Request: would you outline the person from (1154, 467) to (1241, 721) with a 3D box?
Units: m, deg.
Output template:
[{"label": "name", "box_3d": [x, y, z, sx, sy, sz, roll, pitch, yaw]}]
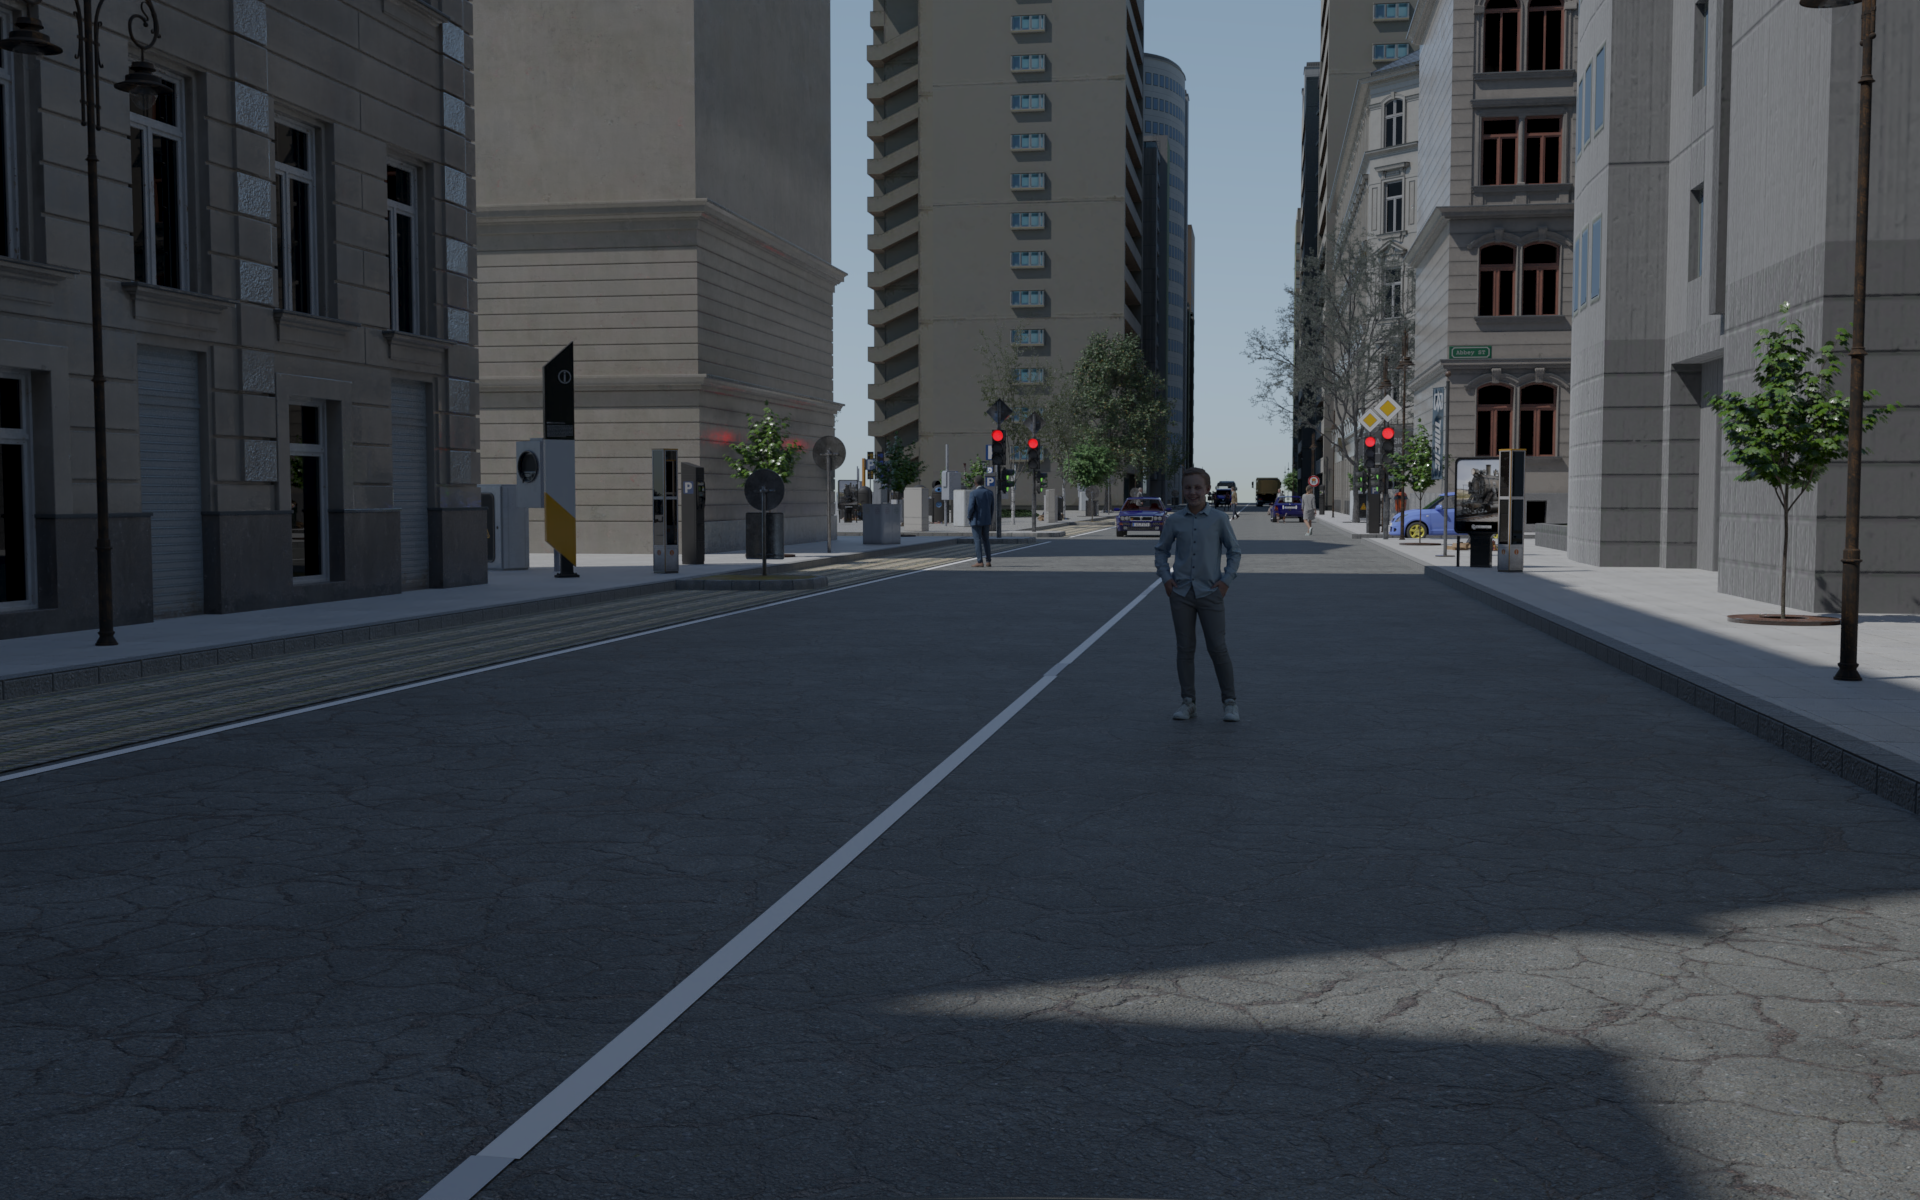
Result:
[{"label": "person", "box_3d": [1.510, -0.045, 11.044, 0.589, 1.601, 0.330, 2, 4, 25]}]

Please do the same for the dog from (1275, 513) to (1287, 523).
[{"label": "dog", "box_3d": [15.700, -3.999, 84.679, 0.406, 0.507, 0.540, 2, 4, 31]}]

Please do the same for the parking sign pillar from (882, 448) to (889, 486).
[{"label": "parking sign pillar", "box_3d": [-4.409, -6.950, 102.106, 1.447, 3.967, 1.447, 0, 4, -3]}]

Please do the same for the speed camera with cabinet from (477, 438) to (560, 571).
[{"label": "speed camera with cabinet", "box_3d": [-7.435, -2.122, 29.036, 2.038, 3.252, 0.660, 3, 5, 40]}]

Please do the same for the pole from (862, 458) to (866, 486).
[{"label": "pole", "box_3d": [-5.457, -6.389, 98.297, 0.158, 3.312, 0.155, 0, 3, 0]}]

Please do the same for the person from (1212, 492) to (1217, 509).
[{"label": "person", "box_3d": [21.232, -8.219, 144.344, 0.415, 1.643, 0.593, -1, 4, -17]}]

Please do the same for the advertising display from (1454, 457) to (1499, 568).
[{"label": "advertising display", "box_3d": [9.106, -1.529, 30.216, 0.974, 1.923, 0.123, 3, 5, 40]}]

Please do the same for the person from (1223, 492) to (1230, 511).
[{"label": "person", "box_3d": [22.497, -8.329, 146.153, 0.593, 1.643, 0.415, -1, 4, -9]}]

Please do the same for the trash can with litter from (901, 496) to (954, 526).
[{"label": "trash can with litter", "box_3d": [-1.140, -3.891, 74.667, 1.678, 1.210, 2.233, -3, 5, -40]}]

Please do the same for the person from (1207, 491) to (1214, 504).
[{"label": "person", "box_3d": [29.737, -11.926, 203.486, 1.348, 1.824, 0.705, 1, 4, 16]}]

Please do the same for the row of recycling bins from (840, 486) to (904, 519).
[{"label": "row of recycling bins", "box_3d": [-4.390, -4.982, 88.572, 3.534, 1.692, 1.069, 0, 4, 1]}]

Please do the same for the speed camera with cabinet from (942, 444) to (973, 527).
[{"label": "speed camera with cabinet", "box_3d": [-0.031, -4.525, 68.316, 0.660, 3.252, 2.038, -2, 4, -27]}]

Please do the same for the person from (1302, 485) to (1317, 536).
[{"label": "person", "box_3d": [12.032, -3.079, 59.584, 0.466, 1.731, 0.760, -1, 4, -10]}]

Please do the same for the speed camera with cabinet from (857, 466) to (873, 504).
[{"label": "speed camera with cabinet", "box_3d": [-6.641, -7.817, 122.140, 0.660, 3.252, 2.038, -3, 5, -44]}]

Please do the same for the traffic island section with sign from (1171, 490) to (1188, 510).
[{"label": "traffic island section with sign", "box_3d": [19.579, -9.088, 157.219, 1.989, 1.847, 2.006, 1, 4, 10]}]

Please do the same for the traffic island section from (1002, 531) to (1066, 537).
[{"label": "traffic island section", "box_3d": [2.488, -2.228, 58.703, 2.009, 0.180, 2.903, 1, 4, 10]}]

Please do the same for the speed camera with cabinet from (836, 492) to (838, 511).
[{"label": "speed camera with cabinet", "box_3d": [-8.517, -8.511, 133.486, 2.038, 3.252, 0.660, 1, 4, 11]}]

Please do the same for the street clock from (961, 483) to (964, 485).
[{"label": "street clock", "box_3d": [0.118, -7.452, 126.413, 0.358, 2.002, 0.471, -2, 4, -33]}]

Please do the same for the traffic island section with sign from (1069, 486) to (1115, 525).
[{"label": "traffic island section with sign", "box_3d": [6.113, -4.340, 79.589, 1.989, 1.847, 2.006, 1, 4, 10]}]

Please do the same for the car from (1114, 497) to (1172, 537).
[{"label": "car", "box_3d": [6.241, -2.837, 58.972, 1.945, 1.354, 3.894, 0, 4, 8]}]

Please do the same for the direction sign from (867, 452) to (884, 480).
[{"label": "direction sign", "box_3d": [-4.506, -6.137, 92.339, 0.876, 3.537, 0.379, 0, 4, -8]}]

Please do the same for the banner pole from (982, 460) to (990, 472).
[{"label": "banner pole", "box_3d": [1.705, -7.673, 115.462, 0.863, 3.779, 0.401, 0, 4, -8]}]

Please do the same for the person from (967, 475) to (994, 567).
[{"label": "person", "box_3d": [0.426, -1.548, 33.991, 0.721, 1.800, 0.419, -3, 5, -41]}]

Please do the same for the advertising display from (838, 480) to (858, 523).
[{"label": "advertising display", "box_3d": [-5.013, -4.422, 77.507, 0.974, 1.923, 0.123, -2, 4, -30]}]

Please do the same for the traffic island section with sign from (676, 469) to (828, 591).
[{"label": "traffic island section with sign", "box_3d": [-3.099, -1.093, 26.498, 1.989, 1.847, 2.006, 1, 4, 10]}]

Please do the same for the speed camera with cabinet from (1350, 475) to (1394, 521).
[{"label": "speed camera with cabinet", "box_3d": [19.904, -5.462, 83.639, 2.038, 3.252, 0.660, -1, 4, -12]}]

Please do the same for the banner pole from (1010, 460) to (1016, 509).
[{"label": "banner pole", "box_3d": [3.846, -8.310, 125.885, 0.401, 3.779, 0.863, -2, 4, -31]}]

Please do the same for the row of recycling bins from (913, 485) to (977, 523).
[{"label": "row of recycling bins", "box_3d": [-0.477, -4.275, 77.017, 3.534, 1.692, 1.069, 1, 4, 11]}]

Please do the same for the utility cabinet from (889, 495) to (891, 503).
[{"label": "utility cabinet", "box_3d": [-5.187, -6.439, 116.433, 1.020, 1.237, 0.306, -1, 4, -9]}]

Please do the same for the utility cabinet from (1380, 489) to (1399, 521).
[{"label": "utility cabinet", "box_3d": [20.308, -4.509, 82.404, 0.318, 1.500, 1.173, -3, 4, -37]}]

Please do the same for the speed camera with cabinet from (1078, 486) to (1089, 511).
[{"label": "speed camera with cabinet", "box_3d": [9.447, -8.461, 132.668, 0.660, 3.252, 2.038, 0, 4, -3]}]

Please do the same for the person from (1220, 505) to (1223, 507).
[{"label": "person", "box_3d": [29.183, -11.278, 193.608, 0.721, 1.735, 1.217, 3, 5, 44]}]

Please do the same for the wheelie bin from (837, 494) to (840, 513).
[{"label": "wheelie bin", "box_3d": [-7.283, -6.133, 108.188, 0.693, 1.594, 0.980, 3, 4, 37]}]

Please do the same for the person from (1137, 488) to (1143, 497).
[{"label": "person", "box_3d": [9.980, -5.287, 95.338, 0.834, 1.777, 0.661, 1, 4, 12]}]

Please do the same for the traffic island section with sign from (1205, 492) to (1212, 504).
[{"label": "traffic island section with sign", "box_3d": [38.284, -15.690, 265.152, 1.989, 1.847, 2.006, 1, 4, 10]}]

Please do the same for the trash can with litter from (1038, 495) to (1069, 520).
[{"label": "trash can with litter", "box_3d": [4.632, -4.619, 86.574, 2.233, 1.210, 1.678, -3, 5, -44]}]

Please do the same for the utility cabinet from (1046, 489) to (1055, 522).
[{"label": "utility cabinet", "box_3d": [4.055, -4.238, 77.962, 0.318, 1.500, 1.173, 0, 4, -3]}]

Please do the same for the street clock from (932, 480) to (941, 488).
[{"label": "street clock", "box_3d": [-1.252, -5.348, 92.003, 0.358, 2.002, 0.471, 3, 5, 43]}]

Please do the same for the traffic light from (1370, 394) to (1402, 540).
[{"label": "traffic light", "box_3d": [12.015, -3.664, 48.835, 0.839, 4.253, 0.868, 1, 4, 10]}]

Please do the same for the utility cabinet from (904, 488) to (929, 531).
[{"label": "utility cabinet", "box_3d": [-1.492, -3.110, 59.533, 0.318, 1.500, 1.173, -2, 4, -33]}]

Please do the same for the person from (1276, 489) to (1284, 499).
[{"label": "person", "box_3d": [21.072, -6.445, 114.270, 0.834, 1.777, 0.661, -3, 5, -44]}]

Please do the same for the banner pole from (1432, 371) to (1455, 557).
[{"label": "banner pole", "box_3d": [9.883, -2.787, 35.577, 0.401, 3.779, 0.863, -1, 4, -12]}]

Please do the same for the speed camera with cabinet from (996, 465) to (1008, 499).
[{"label": "speed camera with cabinet", "box_3d": [1.204, -5.151, 78.547, 2.038, 3.252, 0.660, -2, 4, -32]}]

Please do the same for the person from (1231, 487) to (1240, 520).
[{"label": "person", "box_3d": [15.455, -5.456, 97.618, 0.836, 1.842, 0.656, -3, 5, -42]}]

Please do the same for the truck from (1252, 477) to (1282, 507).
[{"label": "truck", "box_3d": [35.446, -12.462, 199.674, 3.469, 3.379, 9.791, 1, 4, 8]}]

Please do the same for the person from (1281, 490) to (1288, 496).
[{"label": "person", "box_3d": [29.259, -9.015, 156.431, 0.750, 1.759, 0.617, -1, 4, -12]}]

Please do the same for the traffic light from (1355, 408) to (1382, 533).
[{"label": "traffic light", "box_3d": [13.379, -4.146, 56.703, 0.839, 4.253, 0.868, 1, 4, 10]}]

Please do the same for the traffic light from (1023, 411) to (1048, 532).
[{"label": "traffic light", "box_3d": [2.526, -4.259, 58.562, 0.839, 4.253, 0.868, 1, 4, 10]}]

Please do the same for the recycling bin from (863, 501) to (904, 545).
[{"label": "recycling bin", "box_3d": [-2.005, -1.944, 44.346, 0.722, 1.027, 0.722, 3, 5, 40]}]

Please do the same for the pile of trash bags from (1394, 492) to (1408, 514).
[{"label": "pile of trash bags", "box_3d": [21.027, -4.163, 77.817, 1.912, 1.369, 3.447, -3, 5, -45]}]

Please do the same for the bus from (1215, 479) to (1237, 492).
[{"label": "bus", "box_3d": [36.432, -14.794, 236.739, 2.948, 3.499, 13.247, 1, 4, 9]}]

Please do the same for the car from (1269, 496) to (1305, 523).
[{"label": "car", "box_3d": [16.783, -4.646, 88.544, 1.945, 1.354, 3.894, 1, 4, 8]}]

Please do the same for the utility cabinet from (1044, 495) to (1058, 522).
[{"label": "utility cabinet", "box_3d": [4.193, -4.198, 79.798, 0.306, 1.237, 1.020, -1, 4, -19]}]

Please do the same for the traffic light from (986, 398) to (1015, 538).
[{"label": "traffic light", "box_3d": [1.162, -3.778, 50.694, 0.839, 4.253, 0.868, 1, 4, 10]}]

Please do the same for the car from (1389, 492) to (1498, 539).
[{"label": "car", "box_3d": [14.967, -2.637, 52.709, 3.694, 1.707, 1.945, 1, 4, 9]}]

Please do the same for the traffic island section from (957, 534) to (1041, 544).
[{"label": "traffic island section", "box_3d": [1.124, -1.746, 50.835, 2.009, 0.180, 2.903, 1, 4, 10]}]

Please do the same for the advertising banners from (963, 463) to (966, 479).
[{"label": "advertising banners", "box_3d": [0.470, -6.249, 98.362, 0.090, 3.025, 2.074, 1, 4, 16]}]

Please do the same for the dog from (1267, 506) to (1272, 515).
[{"label": "dog", "box_3d": [20.942, -6.156, 117.491, 0.800, 0.831, 0.513, 0, 4, -8]}]

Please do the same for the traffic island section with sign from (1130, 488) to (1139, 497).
[{"label": "traffic island section with sign", "box_3d": [10.897, -6.027, 107.176, 1.989, 1.847, 2.006, 1, 4, 10]}]
